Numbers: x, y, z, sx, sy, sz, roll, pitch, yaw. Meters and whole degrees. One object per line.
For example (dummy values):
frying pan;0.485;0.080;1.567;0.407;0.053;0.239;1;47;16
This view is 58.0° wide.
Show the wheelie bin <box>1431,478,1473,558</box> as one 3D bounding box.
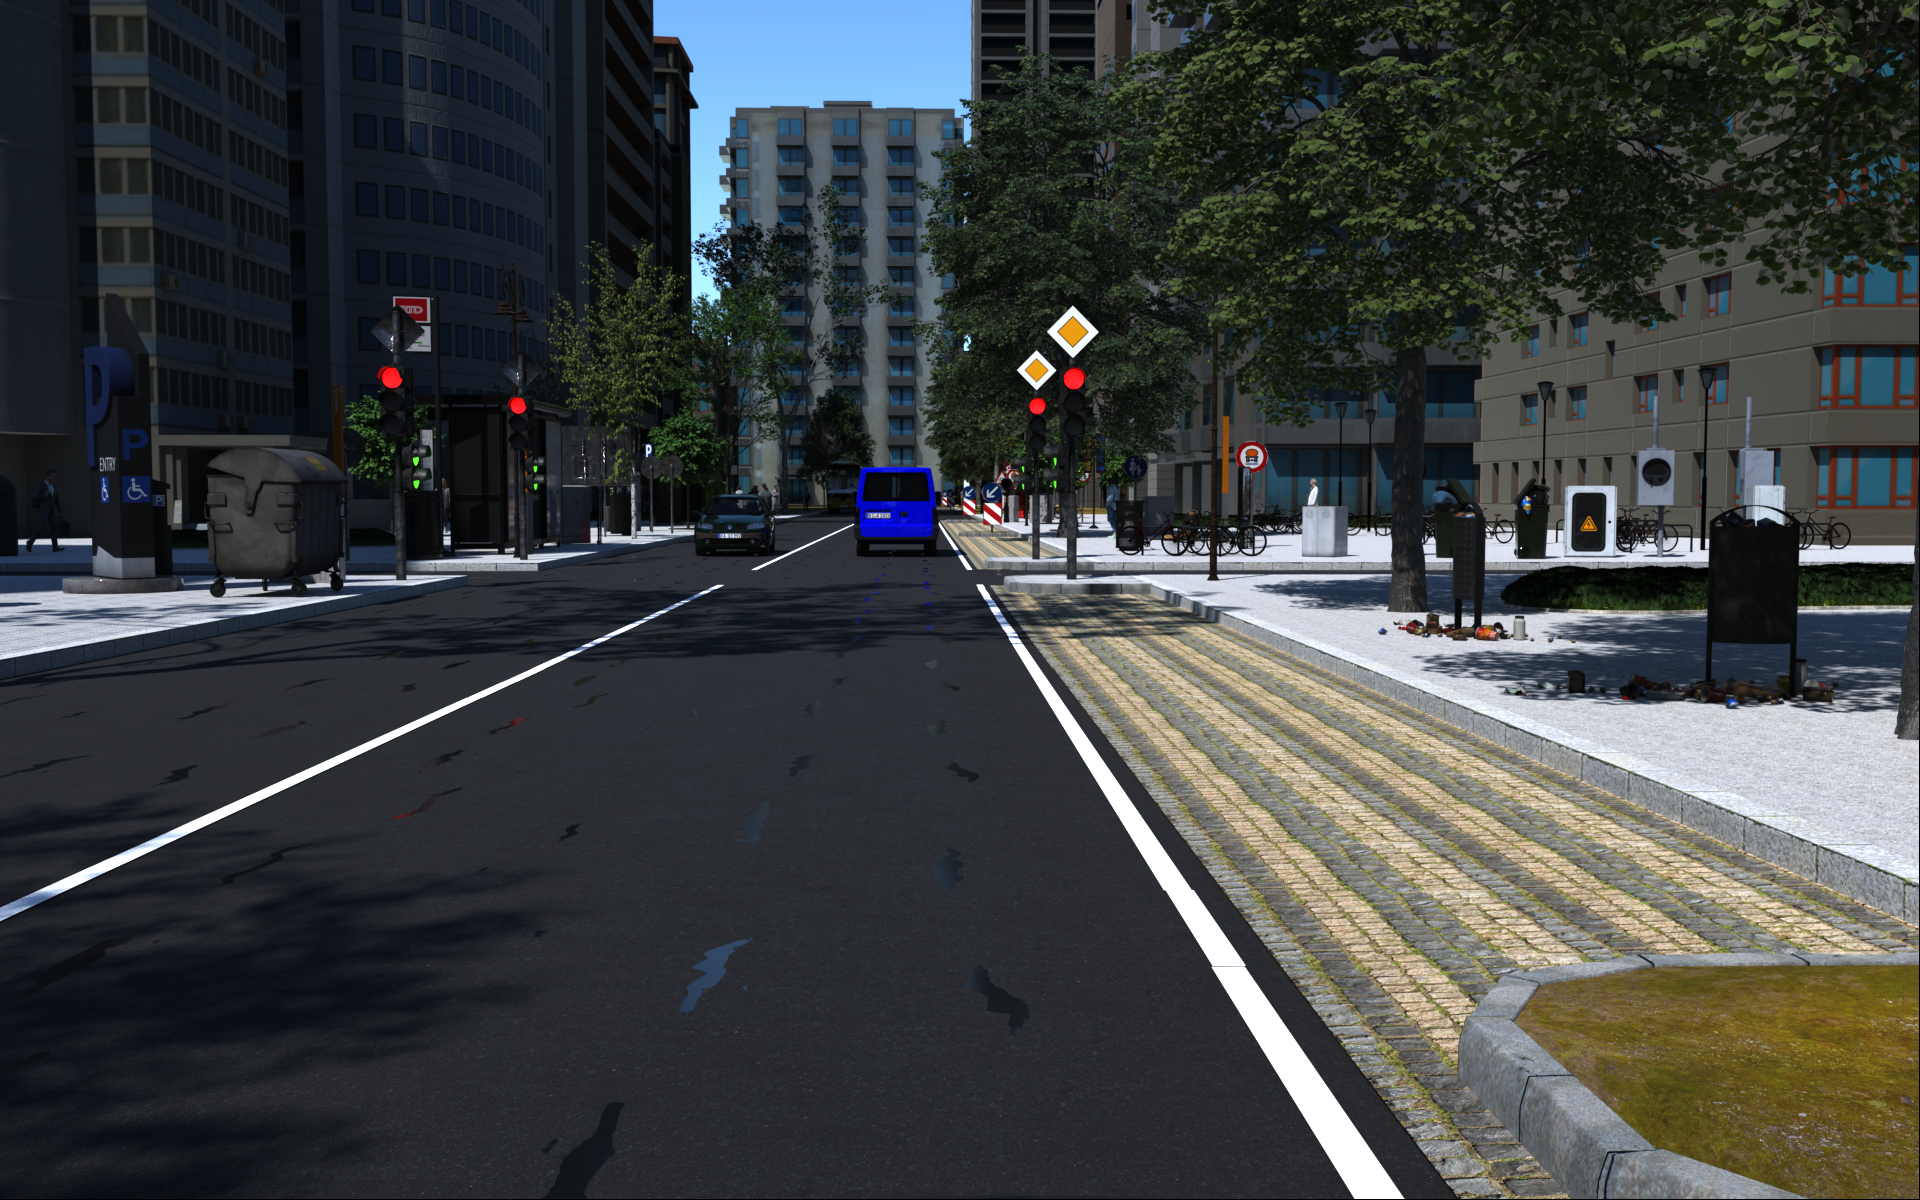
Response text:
wheelie bin;9.897;-1.649;34.871;0.693;1.594;0.980;2;4;34

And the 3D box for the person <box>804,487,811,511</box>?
person;-11.558;-7.684;131.543;0.599;1.838;0.709;2;4;26

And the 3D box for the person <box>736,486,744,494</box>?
person;-12.188;-5.461;95.903;0.480;1.755;0.524;-1;4;-12

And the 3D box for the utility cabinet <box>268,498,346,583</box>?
utility cabinet;-9.439;-0.847;25.006;1.020;1.237;0.306;0;4;-3

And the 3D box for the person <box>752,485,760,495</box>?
person;-12.704;-6.204;107.446;0.573;1.828;0.580;0;4;6

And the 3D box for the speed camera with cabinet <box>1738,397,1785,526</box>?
speed camera with cabinet;16.000;-2.459;34.537;0.660;3.252;2.038;1;4;17

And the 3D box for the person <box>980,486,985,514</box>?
person;1.471;-6.543;112.989;0.705;1.831;1.348;0;4;-2

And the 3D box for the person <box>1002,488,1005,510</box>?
person;3.415;-8.046;138.271;0.551;1.740;0.621;0;4;-5

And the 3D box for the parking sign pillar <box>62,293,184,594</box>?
parking sign pillar;-11.057;-2.099;22.789;1.447;3.967;1.447;-3;5;-41

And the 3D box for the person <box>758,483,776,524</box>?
person;-6.747;-3.121;59.622;0.767;1.812;0.694;3;5;45

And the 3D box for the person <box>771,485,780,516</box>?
person;-10.629;-5.739;100.056;0.466;1.800;0.511;3;4;38

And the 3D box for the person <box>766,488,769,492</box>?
person;-13.295;-6.900;119.594;1.217;1.736;0.721;1;4;20

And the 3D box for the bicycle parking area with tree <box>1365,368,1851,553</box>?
bicycle parking area with tree;15.804;-3.355;41.854;9.016;4.147;8.231;-1;4;-10

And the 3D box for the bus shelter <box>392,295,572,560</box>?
bus shelter;-10.425;-3.677;37.753;2.179;5.291;8.768;0;4;-1

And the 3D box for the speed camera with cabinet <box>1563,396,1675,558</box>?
speed camera with cabinet;13.310;-2.487;35.000;2.038;3.252;0.660;1;4;17

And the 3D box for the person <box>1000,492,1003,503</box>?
person;2.811;-7.271;124.857;1.348;1.831;0.705;0;4;1

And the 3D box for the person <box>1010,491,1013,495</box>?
person;5.647;-11.134;190.566;1.348;1.821;0.705;0;4;-3

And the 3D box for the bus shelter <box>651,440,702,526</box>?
bus shelter;-11.834;-5.023;73.411;1.731;3.624;6.357;0;4;-1

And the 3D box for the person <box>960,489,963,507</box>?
person;0.233;-10.452;176.942;0.705;1.824;1.348;-1;4;-12

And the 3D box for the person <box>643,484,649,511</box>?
person;-17.471;-5.493;95.868;0.555;1.821;0.388;-1;4;-23

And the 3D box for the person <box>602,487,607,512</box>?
person;-21.640;-5.989;104.966;0.512;1.701;0.522;-1;4;-21

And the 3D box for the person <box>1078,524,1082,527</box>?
person;4.376;-3.783;67.995;0.850;1.850;0.679;1;4;23

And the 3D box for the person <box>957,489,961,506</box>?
person;-0.054;-10.801;182.664;0.705;1.821;1.348;1;4;20

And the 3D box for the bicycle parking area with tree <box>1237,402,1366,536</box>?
bicycle parking area with tree;13.050;-4.249;56.467;9.016;4.147;8.231;3;4;36

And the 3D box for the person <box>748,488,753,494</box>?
person;-19.120;-9.384;159.491;1.348;1.821;0.705;0;4;0

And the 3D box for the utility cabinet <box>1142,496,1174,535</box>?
utility cabinet;6.244;-2.655;54.569;1.020;1.237;0.306;-2;4;-28

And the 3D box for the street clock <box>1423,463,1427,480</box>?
street clock;9.395;-1.910;35.800;0.471;2.002;0.358;1;4;19

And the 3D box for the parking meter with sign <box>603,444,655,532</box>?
parking meter with sign;-11.367;-3.863;59.416;1.738;3.016;0.543;-3;4;-39

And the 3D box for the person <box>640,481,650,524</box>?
person;-13.506;-4.139;73.682;0.822;1.834;0.622;-1;4;-14

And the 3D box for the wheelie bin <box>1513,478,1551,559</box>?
wheelie bin;11.373;-1.623;34.439;0.693;1.594;0.980;1;4;12

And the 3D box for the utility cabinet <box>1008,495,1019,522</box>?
utility cabinet;2.471;-4.179;79.496;0.306;1.237;1.020;1;4;14

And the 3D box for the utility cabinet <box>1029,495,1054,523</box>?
utility cabinet;3.612;-4.044;77.282;1.020;1.237;0.306;2;4;33

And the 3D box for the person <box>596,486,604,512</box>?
person;-21.464;-5.944;103.413;0.721;1.800;0.419;2;4;31

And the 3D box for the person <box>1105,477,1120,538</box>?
person;4.469;-2.699;50.431;0.793;1.790;0.793;0;4;-5

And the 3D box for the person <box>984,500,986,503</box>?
person;2.344;-10.617;179.493;0.709;1.838;0.599;-3;5;-41

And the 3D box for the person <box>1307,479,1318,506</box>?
person;12.785;-3.461;62.503;0.818;1.842;0.514;-2;4;-35

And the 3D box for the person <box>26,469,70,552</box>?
person;-20.248;-1.982;38.409;0.822;1.834;0.622;1;4;10

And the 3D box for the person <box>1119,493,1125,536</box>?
person;4.945;-2.621;53.147;0.306;1.304;0.590;3;4;37

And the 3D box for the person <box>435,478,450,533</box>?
person;-17.034;-3.123;57.294;0.709;1.800;0.728;-1;4;-12

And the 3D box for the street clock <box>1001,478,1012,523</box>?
street clock;2.091;-4.488;77.944;0.471;2.002;0.358;2;4;28

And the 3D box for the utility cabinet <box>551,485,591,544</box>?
utility cabinet;-9.908;-2.166;44.095;0.318;1.500;1.173;2;4;29
